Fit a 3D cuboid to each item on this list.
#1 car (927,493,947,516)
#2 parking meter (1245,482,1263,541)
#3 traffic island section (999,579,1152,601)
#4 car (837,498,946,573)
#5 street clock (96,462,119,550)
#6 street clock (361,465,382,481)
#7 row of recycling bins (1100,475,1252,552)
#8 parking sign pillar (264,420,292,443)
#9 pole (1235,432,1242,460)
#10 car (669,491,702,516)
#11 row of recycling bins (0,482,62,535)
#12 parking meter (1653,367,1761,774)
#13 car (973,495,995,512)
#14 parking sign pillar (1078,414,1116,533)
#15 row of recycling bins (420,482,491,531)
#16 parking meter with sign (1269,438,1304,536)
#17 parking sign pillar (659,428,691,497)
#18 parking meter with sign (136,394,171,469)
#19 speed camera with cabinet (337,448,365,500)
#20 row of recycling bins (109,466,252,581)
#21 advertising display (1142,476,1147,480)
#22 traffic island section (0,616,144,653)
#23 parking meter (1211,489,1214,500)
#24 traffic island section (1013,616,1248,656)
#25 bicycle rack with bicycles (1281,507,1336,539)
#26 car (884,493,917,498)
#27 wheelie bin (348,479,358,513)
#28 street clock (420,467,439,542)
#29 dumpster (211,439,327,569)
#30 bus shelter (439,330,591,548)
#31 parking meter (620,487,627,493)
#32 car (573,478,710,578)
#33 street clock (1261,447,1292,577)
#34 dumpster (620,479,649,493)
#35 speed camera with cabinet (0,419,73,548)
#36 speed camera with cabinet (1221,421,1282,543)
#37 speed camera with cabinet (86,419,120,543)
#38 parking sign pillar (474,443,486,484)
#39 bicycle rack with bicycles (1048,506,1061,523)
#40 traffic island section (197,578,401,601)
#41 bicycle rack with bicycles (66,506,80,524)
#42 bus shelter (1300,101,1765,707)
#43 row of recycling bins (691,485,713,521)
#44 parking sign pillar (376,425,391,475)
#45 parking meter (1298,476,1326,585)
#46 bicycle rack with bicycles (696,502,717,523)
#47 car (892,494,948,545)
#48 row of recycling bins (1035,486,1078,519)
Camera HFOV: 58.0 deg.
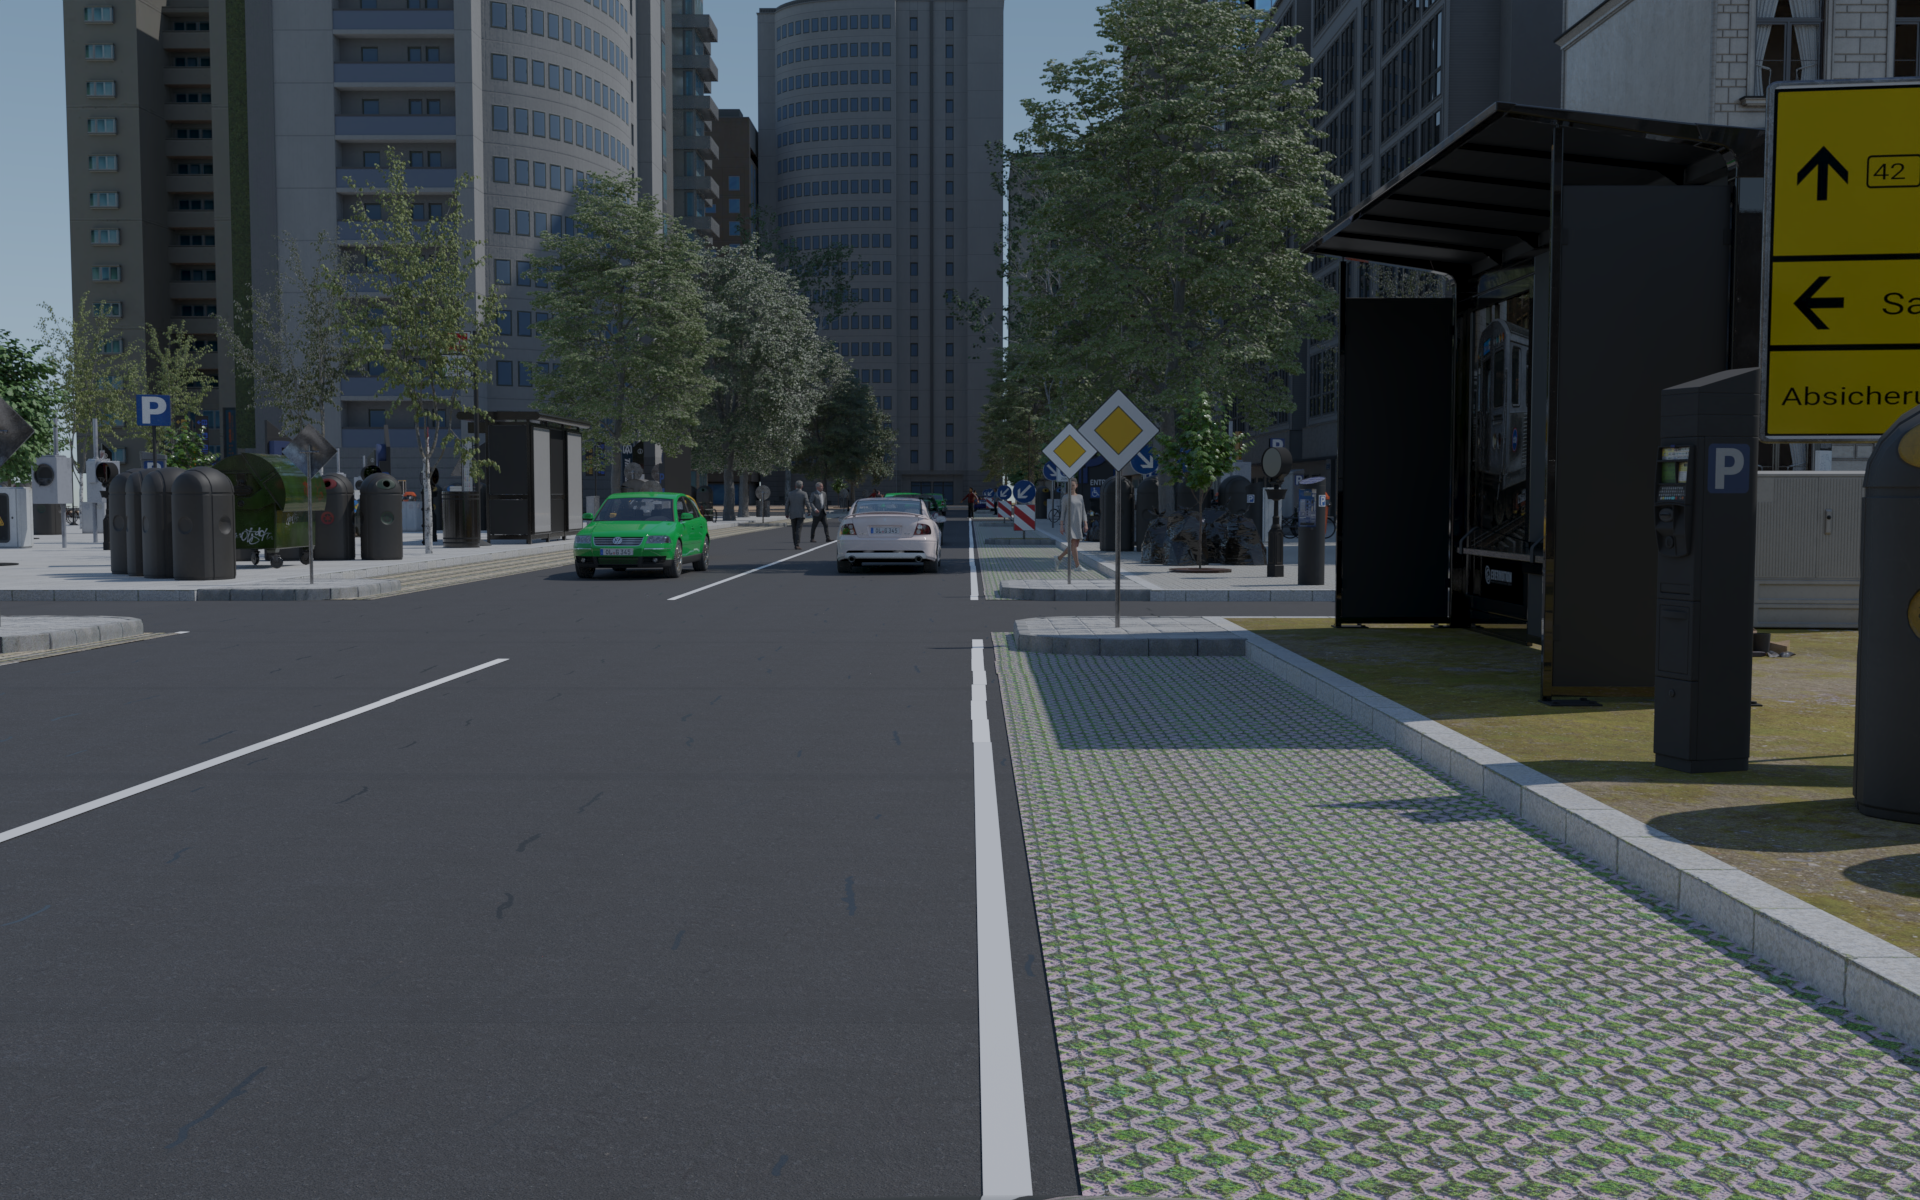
[{"bbox_3d":[-1.833,-6.524,115.460,1.959,1.807,4.718,0,4,-2],"label":"car"},{"bbox_3d":[6.020,-1.658,35.515,0.372,1.533,0.369,0,3,0],"label":"parking meter"},{"bbox_3d":[1.574,-0.145,24.644,2.009,0.180,2.903,0,4,0],"label":"traffic island section"},{"bbox_3d":[-1.309,-1.258,32.938,2.083,1.381,4.827,0,4,0],"label":"car"},{"bbox_3d":[-19.438,-2.138,39.518,0.471,2.002,0.358,1,4,22],"label":"street clock"},{"bbox_3d":[-14.594,-2.350,42.998,0.471,2.002,0.358,-3,4,-36],"label":"street clock"},{"bbox_3d":[4.789,-1.916,38.432,3.534,1.692,1.069,1,4,22],"label":"row of recycling bins"},{"bbox_3d":[-24.740,-4.587,63.466,1.447,3.967,1.447,2,4,35],"label":"parking sign pillar"},{"bbox_3d":[9.076,-3.835,56.540,0.158,3.312,0.155,0,3,0],"label":"pole"},{"bbox_3d":[-6.743,-1.753,38.893,2.015,1.641,3.980,0,4,0],"label":"car"},{"bbox_3d":[-29.910,-2.920,54.855,3.534,1.692,1.069,1,4,19],"label":"row of recycling bins"},{"bbox_3d":[3.457,-0.143,8.046,0.399,1.863,0.255,-1,4,-16],"label":"parking meter"},{"bbox_3d":[1.886,-7.594,136.738,1.945,1.354,3.894,0,4,-1],"label":"car"},{"bbox_3d":[4.597,-4.239,57.775,1.447,3.967,1.447,2,4,30],"label":"parking sign pillar"},{"bbox_3d":[-17.416,-3.305,61.150,3.534,1.692,1.069,1,4,14],"label":"row of recycling bins"},{"bbox_3d":[10.247,-3.498,53.454,0.543,3.016,1.738,-2,4,-25],"label":"parking meter with sign"},{"bbox_3d":[-11.634,-5.030,70.718,1.447,3.967,1.447,-3,5,-44],"label":"parking sign pillar"},{"bbox_3d":[-14.484,-2.137,31.194,0.543,3.016,1.738,-2,4,-24],"label":"parking meter with sign"},{"bbox_3d":[-26.719,-4.974,75.653,0.660,3.252,2.038,2,4,29],"label":"speed camera with cabinet"},{"bbox_3d":[-12.304,-1.211,26.916,1.069,1.692,3.534,-3,5,-44],"label":"row of recycling bins"},{"bbox_3d":[6.617,-3.305,59.245,0.123,1.923,0.974,-3,5,-43],"label":"advertising display"},{"bbox_3d":[-9.307,0.340,16.718,2.009,0.180,2.903,0,4,0],"label":"traffic island section"},{"bbox_3d":[12.879,-4.939,89.158,0.372,1.533,0.369,0,3,0],"label":"parking meter"},{"bbox_3d":[1.534,0.344,16.659,2.009,0.180,2.903,0,4,0],"label":"traffic island section"},{"bbox_3d":[9.458,-2.256,50.270,2.925,0.926,2.852,2,4,24],"label":"bicycle rack with bicycles"},{"bbox_3d":[-1.982,-3.210,61.280,1.959,1.807,4.718,0,4,0],"label":"car"},{"bbox_3d":[-13.303,-1.765,36.772,0.980,1.594,0.693,-2,4,-25],"label":"wheelie bin"},{"bbox_3d":[-14.177,-2.565,46.500,0.358,2.002,0.471,0,4,8],"label":"street clock"},{"bbox_3d":[-12.244,-1.712,30.483,1.502,2.255,1.985,0,4,0],"label":"dumpster"},{"bbox_3d":[-11.677,-4.136,45.252,2.179,5.291,8.768,0,4,0],"label":"bus shelter"},{"bbox_3d":[-12.514,-3.412,64.204,0.372,1.533,0.369,0,3,0],"label":"parking meter"},{"bbox_3d":[-5.635,-1.356,30.975,1.959,1.807,4.718,0,4,1],"label":"car"},{"bbox_3d":[4.881,-1.356,26.746,0.358,2.002,0.471,-2,4,-32],"label":"street clock"},{"bbox_3d":[-12.474,-3.770,67.392,1.264,1.857,1.865,0,4,0],"label":"dumpster"},{"bbox_3d":[-22.213,-2.865,41.172,2.038,3.252,0.660,1,4,9],"label":"speed camera with cabinet"},{"bbox_3d":[7.798,-3.184,46.396,0.660,3.252,2.038,-2,4,-26],"label":"speed camera with cabinet"},{"bbox_3d":[-21.965,-3.113,45.228,2.038,3.252,0.660,2,4,32],"label":"speed camera with cabinet"},{"bbox_3d":[-19.372,-5.077,71.484,1.447,3.967,1.447,-1,4,-10],"label":"parking sign pillar"},{"bbox_3d":[5.400,-3.931,77.648,2.925,0.926,2.852,-1,4,-10],"label":"bicycle rack with bicycles"},{"bbox_3d":[-9.267,-0.148,24.703,2.009,0.180,2.903,0,4,0],"label":"traffic island section"},{"bbox_3d":[-38.553,-3.763,74.906,2.852,0.926,2.925,1,4,21],"label":"bicycle rack with bicycles"},{"bbox_3d":[4.084,-1.360,13.513,1.731,3.624,6.357,0,4,0],"label":"bus shelter"},{"bbox_3d":[-13.241,-4.580,82.001,3.534,1.692,1.069,2,4,23],"label":"row of recycling bins"},{"bbox_3d":[-22.194,-4.788,66.757,1.447,3.967,1.447,-1,4,-22],"label":"parking sign pillar"},{"bbox_3d":[4.965,-0.981,24.449,0.372,1.533,0.369,0,3,0],"label":"parking meter"},{"bbox_3d":[-11.847,-3.864,76.561,2.852,0.926,2.925,3,5,39],"label":"bicycle rack with bicycles"},{"bbox_3d":[-1.346,-2.452,49.878,2.009,1.686,4.222,0,4,-1],"label":"car"},{"bbox_3d":[5.613,-5.037,89.474,3.534,1.692,1.069,1,4,11],"label":"row of recycling bins"}]
